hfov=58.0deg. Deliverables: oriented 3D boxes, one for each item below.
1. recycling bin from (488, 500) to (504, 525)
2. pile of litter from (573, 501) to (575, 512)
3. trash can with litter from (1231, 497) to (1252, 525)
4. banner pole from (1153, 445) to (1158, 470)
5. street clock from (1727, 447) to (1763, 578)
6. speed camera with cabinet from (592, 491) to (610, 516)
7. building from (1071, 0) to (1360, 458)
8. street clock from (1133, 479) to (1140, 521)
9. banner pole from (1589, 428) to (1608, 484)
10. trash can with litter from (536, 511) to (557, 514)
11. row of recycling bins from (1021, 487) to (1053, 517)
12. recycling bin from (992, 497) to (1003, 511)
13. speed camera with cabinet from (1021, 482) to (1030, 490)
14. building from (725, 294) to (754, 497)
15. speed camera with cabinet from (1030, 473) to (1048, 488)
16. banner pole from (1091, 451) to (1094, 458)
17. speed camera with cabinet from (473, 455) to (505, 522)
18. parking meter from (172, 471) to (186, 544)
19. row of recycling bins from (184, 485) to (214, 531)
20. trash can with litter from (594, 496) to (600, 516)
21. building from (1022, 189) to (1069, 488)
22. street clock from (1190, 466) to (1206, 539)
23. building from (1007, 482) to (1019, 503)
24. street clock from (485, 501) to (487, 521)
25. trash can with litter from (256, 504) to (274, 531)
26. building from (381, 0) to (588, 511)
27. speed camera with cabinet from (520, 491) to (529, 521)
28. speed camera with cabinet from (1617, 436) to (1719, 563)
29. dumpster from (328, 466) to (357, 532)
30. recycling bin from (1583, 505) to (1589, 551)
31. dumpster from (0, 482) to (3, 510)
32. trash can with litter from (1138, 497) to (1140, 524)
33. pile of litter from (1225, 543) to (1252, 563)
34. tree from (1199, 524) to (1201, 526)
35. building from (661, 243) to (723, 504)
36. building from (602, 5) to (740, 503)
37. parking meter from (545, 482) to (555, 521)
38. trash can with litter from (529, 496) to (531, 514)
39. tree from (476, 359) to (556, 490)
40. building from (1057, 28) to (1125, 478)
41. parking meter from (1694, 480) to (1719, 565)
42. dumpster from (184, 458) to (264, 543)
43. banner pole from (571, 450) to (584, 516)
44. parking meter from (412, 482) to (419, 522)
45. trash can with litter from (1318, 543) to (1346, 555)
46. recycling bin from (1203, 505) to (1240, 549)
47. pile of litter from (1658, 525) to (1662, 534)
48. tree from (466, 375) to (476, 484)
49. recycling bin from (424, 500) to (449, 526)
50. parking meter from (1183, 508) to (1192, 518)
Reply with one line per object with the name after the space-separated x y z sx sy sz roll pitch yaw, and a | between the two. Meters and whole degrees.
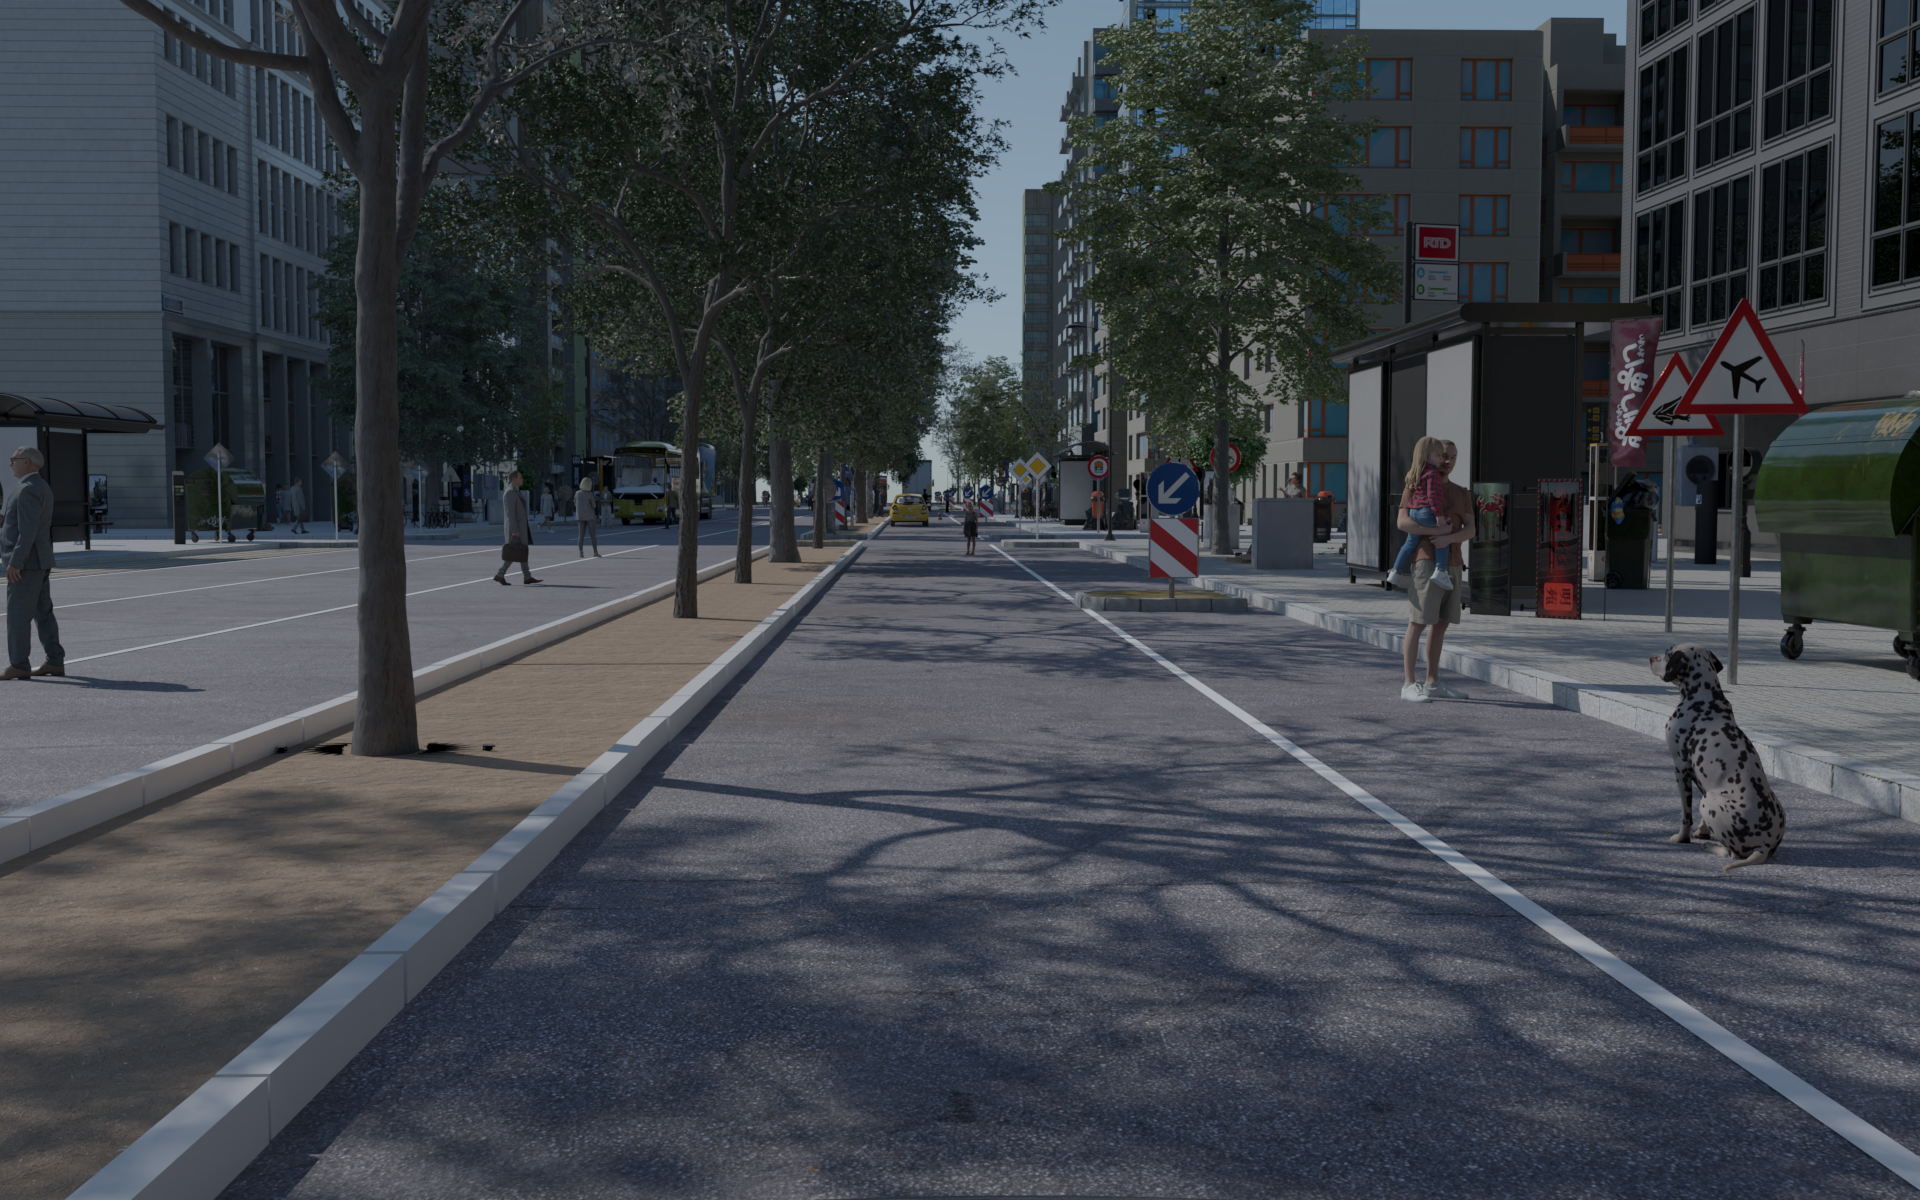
-19.429 -3.689 72.865 0.722 1.027 0.722 -1 4 -10 | recycling bin
-28.213 -6.929 127.262 1.176 0.858 1.719 2 4 32 | pile of litter
11.695 -3.673 71.438 1.055 1.170 0.624 0 4 4 | trash can with litter
9.929 -5.995 88.028 0.401 3.779 0.863 2 4 24 | banner pole
12.061 -1.351 26.664 0.358 2.002 0.471 -2 4 -26 | street clock
-20.913 -6.677 103.506 2.038 3.252 0.660 -1 4 -15 | speed camera with cabinet
22.323 -51.240 150.443 22.319 86.520 31.000 0 4 -1 | building
8.625 -4.851 83.877 0.471 2.002 0.358 1 4 18 | street clock
21.524 -4.165 58.122 0.863 3.779 0.401 1 4 13 | banner pole
-27.536 -6.352 114.905 1.678 1.210 2.233 2 4 26 | trash can with litter
4.683 -5.503 97.082 1.069 1.692 3.534 -3 4 -37 | row of recycling bins
2.825 -7.082 128.340 0.722 1.027 0.722 3 5 41 | recycling bin
4.476 -7.150 111.234 0.660 3.252 2.038 -1 4 -15 | speed camera with cabinet
-44.644 -39.971 277.229 21.300 48.544 21.600 0 4 -1 | building
5.057 -6.792 105.388 0.660 3.252 2.038 -1 4 -15 | speed camera with cabinet
6.707 -5.976 87.725 0.401 3.779 0.863 1 4 16 | banner pole
-21.566 -5.225 79.763 0.660 3.252 2.038 1 4 23 | speed camera with cabinet
-19.923 -2.353 44.185 0.255 1.863 0.399 -2 4 -28 | parking meter
-26.545 -3.320 61.395 1.069 1.692 3.534 0 4 -1 | row of recycling bins
-21.378 -5.497 101.270 0.624 1.170 1.055 0 4 8 | trash can with litter
15.318 -33.680 234.261 14.154 41.232 14.086 0 4 -1 | building
5.951 -2.403 43.852 0.471 2.002 0.358 2 4 29 | street clock
23.972 -35.828 277.669 32.217 40.220 23.993 0 4 -1 | building
-22.658 -4.791 82.910 0.358 2.002 0.471 0 4 -6 | street clock
-24.165 -2.953 59.667 0.624 1.170 1.055 1 4 15 | trash can with litter
-37.821 -27.681 136.181 14.154 41.232 14.086 0 4 -1 | building
-21.503 -5.367 82.085 2.038 3.252 0.660 0 4 -5 | speed camera with cabinet
13.058 -2.330 32.437 2.038 3.252 0.660 0 4 4 | speed camera with cabinet
-20.512 -3.457 59.013 1.502 2.255 1.985 0 4 -2 | dumpster
14.426 -1.654 39.605 0.722 1.027 0.722 -3 4 -37 | recycling bin
-18.644 -1.774 31.491 1.502 2.255 1.985 0 4 -1 | dumpster
7.431 -3.818 73.489 2.233 1.210 1.678 0 4 -7 | trash can with litter
5.714 -1.122 32.304 1.176 0.858 1.719 -2 4 -29 | pile of litter
9.375 -4.656 70.733 1.663 3.219 1.824 0 3 0 | tree
-49.027 -33.122 233.430 32.217 40.220 23.993 0 4 -1 | building
-43.296 -49.985 255.500 20.563 71.187 20.611 0 4 -1 | building
-19.465 -4.678 82.200 0.399 1.863 0.255 1 4 10 | parking meter
-28.280 -6.180 112.435 0.624 1.170 1.055 -2 4 -33 | trash can with litter
-23.878 -8.796 94.169 4.360 8.622 3.978 0 3 0 | tree
22.109 -34.423 182.424 23.786 49.044 30.456 0 4 -1 | building
13.645 -1.422 31.660 0.372 1.533 0.369 0 3 0 | parking meter
-19.709 -2.680 46.315 1.502 2.255 1.985 0 4 -2 | dumpster
-22.288 -6.743 100.258 0.863 3.779 0.401 2 4 35 | banner pole
-25.433 -4.599 80.902 0.255 1.863 0.399 -1 4 -14 | parking meter
8.680 -1.547 36.343 2.233 1.210 1.678 2 4 29 | trash can with litter
6.149 -1.723 40.723 0.722 1.027 0.722 0 4 -4 | recycling bin
22.436 -2.597 56.424 1.719 0.858 1.176 3 5 43 | pile of litter
-27.208 -9.225 101.185 4.360 8.622 3.978 0 3 0 | tree
-21.054 -3.497 69.730 0.722 1.027 0.722 1 4 17 | recycling bin
7.533 -3.151 57.227 0.255 1.863 0.399 1 4 14 | parking meter
